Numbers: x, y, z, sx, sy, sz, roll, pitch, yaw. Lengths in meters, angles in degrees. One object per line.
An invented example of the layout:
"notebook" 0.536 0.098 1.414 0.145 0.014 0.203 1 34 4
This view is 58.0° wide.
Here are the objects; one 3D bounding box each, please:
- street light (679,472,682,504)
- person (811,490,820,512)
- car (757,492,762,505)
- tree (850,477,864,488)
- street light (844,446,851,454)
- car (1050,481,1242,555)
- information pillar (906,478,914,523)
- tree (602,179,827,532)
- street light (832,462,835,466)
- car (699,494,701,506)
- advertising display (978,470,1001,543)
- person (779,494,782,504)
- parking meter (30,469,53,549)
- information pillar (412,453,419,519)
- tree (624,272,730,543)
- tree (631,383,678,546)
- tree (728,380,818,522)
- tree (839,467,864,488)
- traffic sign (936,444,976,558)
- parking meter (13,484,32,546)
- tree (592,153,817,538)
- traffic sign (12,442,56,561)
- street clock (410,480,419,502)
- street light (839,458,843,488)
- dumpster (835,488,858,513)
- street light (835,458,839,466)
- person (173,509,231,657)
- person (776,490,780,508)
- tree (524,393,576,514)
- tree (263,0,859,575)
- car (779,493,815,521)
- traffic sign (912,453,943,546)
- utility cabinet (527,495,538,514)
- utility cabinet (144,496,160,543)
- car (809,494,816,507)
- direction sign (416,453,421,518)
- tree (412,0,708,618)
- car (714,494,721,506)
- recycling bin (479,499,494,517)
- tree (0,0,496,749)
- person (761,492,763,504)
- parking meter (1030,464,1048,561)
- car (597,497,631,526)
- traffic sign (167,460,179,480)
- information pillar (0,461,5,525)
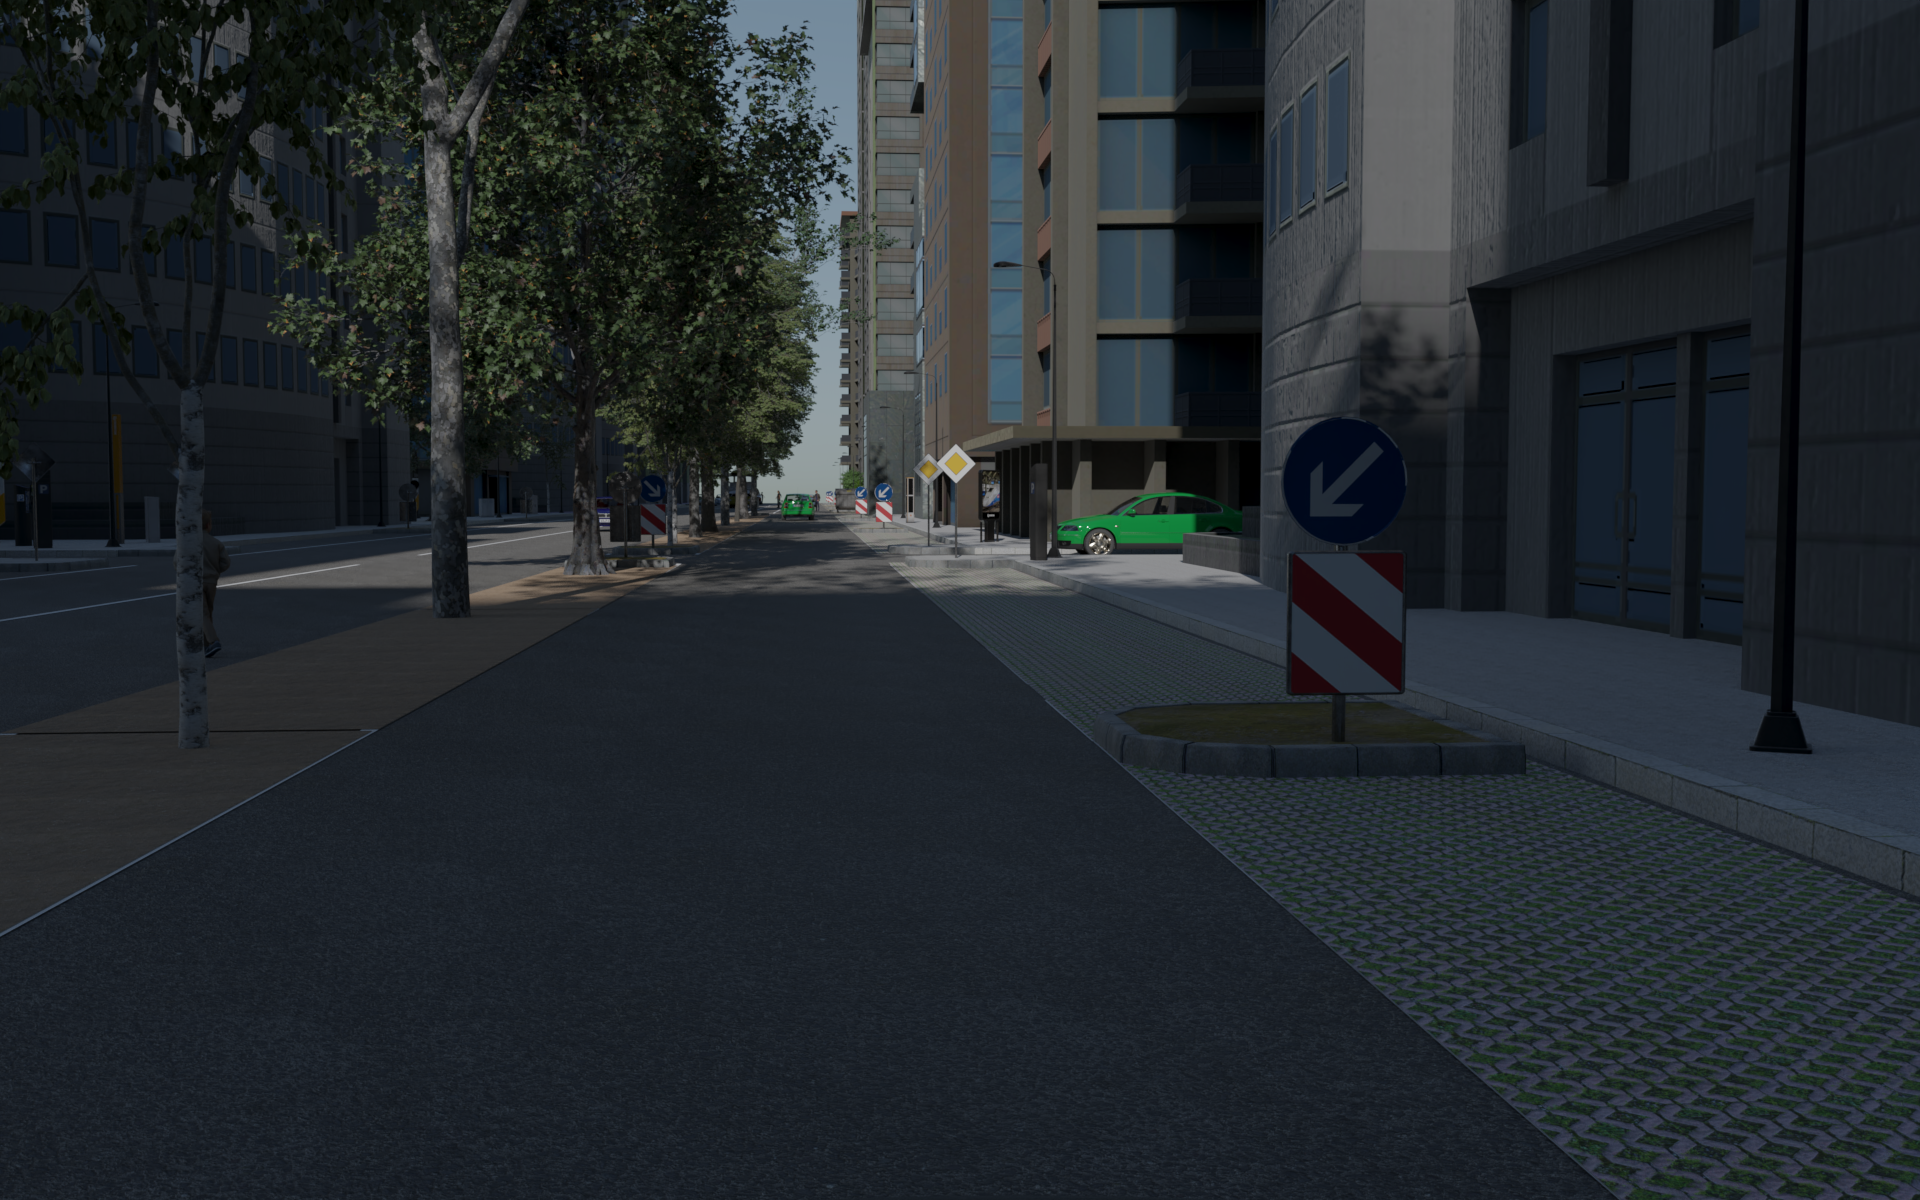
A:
"street light" -35.994 -15.520 226.298 1.470 5.913 1.316 0 4 -5
"person" -11.856 -8.119 141.778 0.750 1.759 0.617 -3 4 -37
"car" -27.949 -13.858 235.245 2.281 1.827 5.304 0 4 -5
"tree" -11.698 -12.660 201.587 1.663 3.219 1.824 0 3 0
"street light" -10.194 -11.919 167.409 1.470 5.913 1.316 0 4 -5
"car" 4.403 -1.872 39.406 4.718 1.807 1.959 0 4 -6
"information pillar" -2.227 -4.426 76.864 0.304 2.012 0.304 -1 4 -18
"tree" -9.430 -9.515 64.678 9.857 13.997 8.962 0 3 0
"street light" -19.648 -18.578 276.283 1.470 5.913 1.316 0 4 -5
"car" -27.842 -10.755 187.642 2.131 1.459 4.920 0 4 -3
"advertising display" 0.785 -2.505 46.171 0.123 1.923 0.974 2 4 32
"person" -26.973 -15.288 258.536 0.705 1.814 1.350 -3 5 -41
"parking meter" -21.690 -2.151 40.883 0.255 1.863 0.399 3 5 39
"information pillar" -28.475 -6.067 90.542 0.183 3.616 0.504 1 4 10
"tree" -8.202 -5.917 49.563 4.360 8.622 3.978 0 3 0
"tree" -7.588 -5.635 44.959 4.737 8.622 4.395 0 3 0
"tree" -11.548 -9.307 89.044 8.767 10.594 7.601 0 4 -5
"tree" -12.701 -13.512 204.640 4.285 4.588 4.351 0 3 0
"traffic sign" -0.082 -1.898 34.670 0.795 2.450 0.064 0 4 -5
"parking meter" -23.078 -2.094 42.651 0.372 1.533 0.369 0 3 0
"tree" -8.543 -8.283 56.010 7.486 12.596 7.792 0 3 0
"traffic sign" -17.711 -1.805 33.162 0.795 2.450 0.064 0 4 -5
"street clock" -28.043 -5.168 89.063 0.471 2.002 0.358 -1 4 -20
"street light" -12.428 -13.510 193.424 1.470 5.913 1.316 0 4 -5
"dumpster" -8.565 -7.522 131.200 1.865 1.857 1.264 0 4 -6
"street light" -15.136 -15.395 224.256 1.470 5.913 1.316 0 4 -5
"person" -6.692 -0.153 15.276 0.640 1.303 0.475 3 5 40
"person" -18.969 -10.525 180.589 0.705 1.822 1.348 -1 4 -20
"tree" -26.783 -9.972 113.412 4.360 8.622 3.978 0 3 0
"tree" -6.613 -6.778 30.288 9.611 12.733 9.660 0 3 0
"car" -8.859 -5.236 94.401 1.959 1.807 4.718 0 4 -6
"traffic sign" -0.774 -2.384 42.625 0.795 2.450 0.064 0 4 -5
"utility cabinet" -27.152 -6.036 109.854 0.306 1.237 1.020 1 4 14
"utility cabinet" -21.451 -2.132 46.021 0.306 1.237 1.020 -2 4 -29
"car" -16.694 -10.922 190.583 2.014 1.417 4.499 0 4 -5
"direction sign" -28.635 -6.074 91.314 0.379 3.537 0.876 -1 4 -13
"tree" -4.609 -9.808 18.710 12.611 20.169 13.585 0 3 0
"car" -28.514 -11.960 207.544 2.014 1.417 4.499 0 4 -7
"recycling bin" -26.075 -5.066 95.383 0.722 1.027 0.722 -2 4 -24
"tree" -4.373 -3.480 9.724 4.737 8.622 4.395 0 3 0
"person" -27.481 -14.193 241.240 0.721 1.739 1.217 -2 4 -32
"parking meter" 1.521 -1.699 33.496 0.255 1.863 0.399 -1 4 -15
"car" -13.575 -3.341 67.203 1.945 1.354 3.894 0 4 -7
"traffic sign" -18.404 -2.292 41.117 0.795 2.450 0.064 0 4 -5
"information pillar" -25.169 -3.286 45.073 0.504 3.616 0.183 -1 4 -9
